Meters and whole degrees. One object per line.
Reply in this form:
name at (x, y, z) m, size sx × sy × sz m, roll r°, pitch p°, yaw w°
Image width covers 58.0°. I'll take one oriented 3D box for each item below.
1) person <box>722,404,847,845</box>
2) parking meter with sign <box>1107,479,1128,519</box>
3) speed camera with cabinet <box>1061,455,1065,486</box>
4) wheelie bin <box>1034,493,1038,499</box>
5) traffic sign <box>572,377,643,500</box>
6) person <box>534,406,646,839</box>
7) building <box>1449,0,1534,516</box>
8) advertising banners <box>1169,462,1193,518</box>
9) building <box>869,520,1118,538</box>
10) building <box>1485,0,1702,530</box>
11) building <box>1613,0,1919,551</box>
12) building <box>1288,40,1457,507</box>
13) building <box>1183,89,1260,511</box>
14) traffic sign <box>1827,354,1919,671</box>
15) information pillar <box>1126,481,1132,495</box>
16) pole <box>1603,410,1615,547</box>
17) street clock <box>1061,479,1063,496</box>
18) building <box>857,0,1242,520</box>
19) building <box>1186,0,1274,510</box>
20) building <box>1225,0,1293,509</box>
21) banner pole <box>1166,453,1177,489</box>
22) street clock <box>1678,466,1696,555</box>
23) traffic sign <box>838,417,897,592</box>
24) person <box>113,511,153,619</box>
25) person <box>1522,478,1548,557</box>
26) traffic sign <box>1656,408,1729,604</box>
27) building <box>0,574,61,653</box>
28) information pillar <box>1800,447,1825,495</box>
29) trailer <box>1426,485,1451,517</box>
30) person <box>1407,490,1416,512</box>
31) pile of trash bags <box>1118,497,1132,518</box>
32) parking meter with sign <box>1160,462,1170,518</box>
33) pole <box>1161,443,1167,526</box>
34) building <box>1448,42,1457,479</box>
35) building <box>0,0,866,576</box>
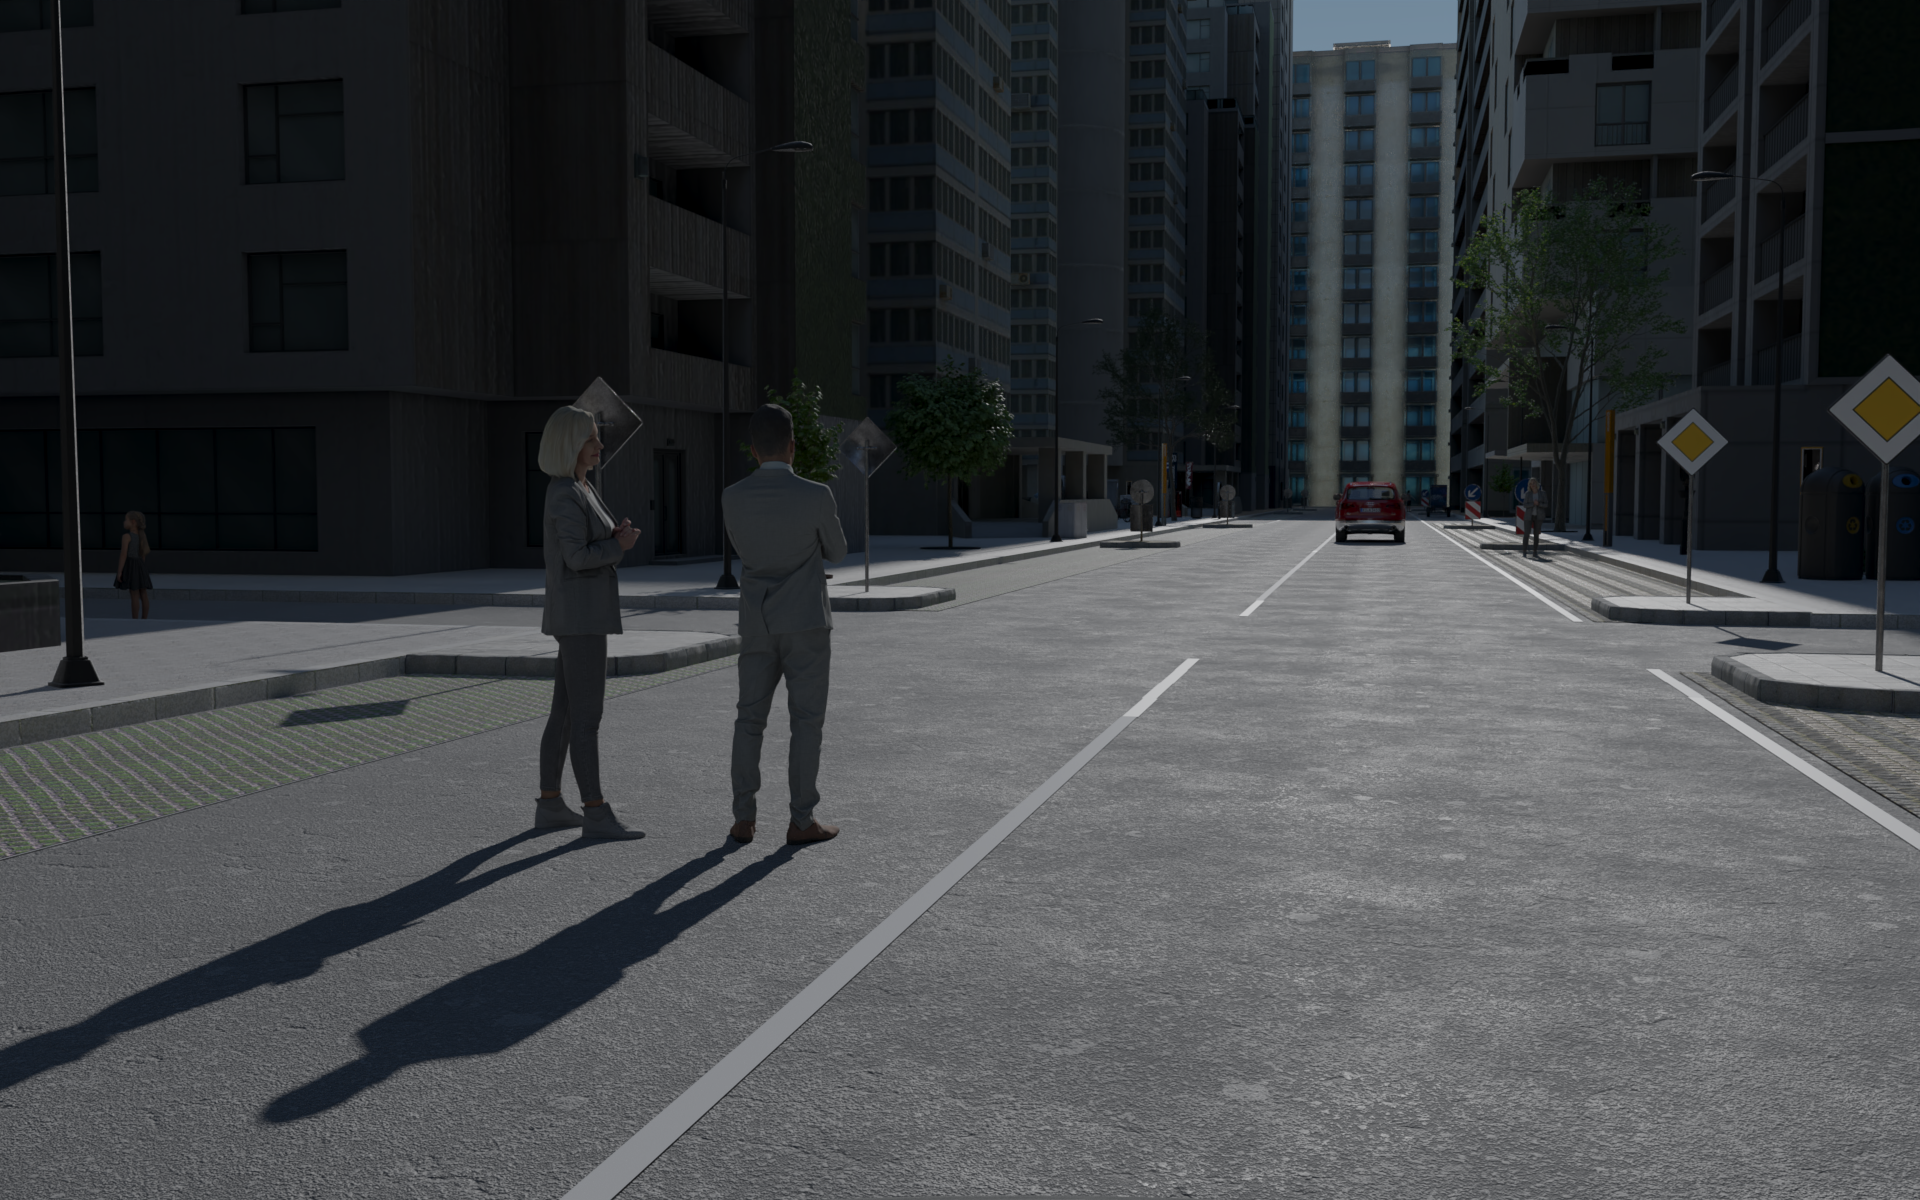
person at (-0.726, 0.089, 7.229) m, size 0.511 × 1.800 × 0.466 m, roll 0°, pitch 4°, yaw 3°
parking meter with sign at (7.893, -5.751, 90.288) m, size 1.738 × 3.016 × 0.543 m, roll 1°, pitch 4°, yaw 19°
speed camera with cabinet at (5.837, -5.697, 87.489) m, size 2.038 × 3.252 × 0.660 m, roll 1°, pitch 4°, yaw 18°
wheelie bin at (3.725, -4.149, 75.749) m, size 0.980 × 1.594 × 0.693 m, roll 0°, pitch 4°, yaw 5°
traffic sign at (-3.098, -0.687, 14.874) m, size 0.795 × 2.450 × 0.064 m, roll 1°, pitch 4°, yaw 14°
person at (-1.564, 0.079, 7.394) m, size 0.526 × 1.800 × 0.537 m, roll 0°, pitch 4°, yaw 3°
building at (47.174, -30.662, 125.018) m, size 21.300 × 48.544 × 21.600 m, roll 1°, pitch 4°, yaw 14°
advertising banners at (11.924, -6.019, 94.595) m, size 0.090 × 3.025 × 2.074 m, roll -3°, pitch 5°, yaw -43°
building at (-11.424, -22.532, 60.274) m, size 32.217 × 40.220 × 23.993 m, roll 1°, pitch 4°, yaw 14°
building at (36.800, -29.510, 71.734) m, size 28.713 × 52.752 × 27.495 m, roll 1°, pitch 4°, yaw 14°
building at (27.755, -36.759, 39.265) m, size 20.563 × 71.187 × 20.611 m, roll 1°, pitch 4°, yaw 14°
building at (42.823, -34.661, 186.311) m, size 30.456 × 49.044 × 23.786 m, roll 1°, pitch 4°, yaw 14°
building at (14.420, -21.787, 127.915) m, size 14.160 × 30.474 × 14.107 m, roll 1°, pitch 4°, yaw 14°
traffic sign at (6.660, -0.541, 12.496) m, size 0.795 × 2.450 × 0.064 m, roll 1°, pitch 4°, yaw 14°
information pillar at (9.516, -5.693, 97.570) m, size 0.304 × 2.012 × 0.304 m, roll 0°, pitch 4°, yaw 4°
pole at (15.776, -2.951, 42.093) m, size 0.158 × 3.312 × 0.155 m, roll 0°, pitch 3°, yaw 0°
street clock at (4.646, -4.695, 81.331) m, size 0.358 × 2.002 × 0.471 m, roll 2°, pitch 4°, yaw 24°
building at (1.501, -25.645, 111.175) m, size 32.217 × 40.220 × 23.993 m, roll 1°, pitch 4°, yaw 14°
building at (17.847, -27.990, 141.235) m, size 14.154 × 41.232 × 14.086 m, roll 1°, pitch 4°, yaw 14°
building at (19.964, -44.201, 160.943) m, size 20.611 × 71.187 × 20.563 m, roll 1°, pitch 4°, yaw 14°
banner pole at (11.112, -6.226, 91.812) m, size 0.863 × 3.779 × 0.401 m, roll 1°, pitch 4°, yaw 16°
street clock at (15.308, -1.953, 36.495) m, size 0.358 × 2.002 × 0.471 m, roll 1°, pitch 4°, yaw 12°
traffic sign at (-1.216, -1.162, 22.635) m, size 0.795 × 2.450 × 0.064 m, roll 1°, pitch 4°, yaw 14°
person at (-8.781, -0.317, 18.359) m, size 0.373 × 1.253 × 0.362 m, roll 1°, pitch 4°, yaw 17°
person at (12.961, -1.856, 39.022) m, size 0.537 × 1.800 × 0.526 m, roll 1°, pitch 4°, yaw 21°
traffic sign at (8.542, -1.016, 20.257) m, size 0.795 × 2.450 × 0.064 m, roll 1°, pitch 4°, yaw 14°
building at (-21.296, -28.459, 7.304) m, size 28.212 × 58.520 × 21.231 m, roll 1°, pitch 4°, yaw 14°
information pillar at (13.325, -1.384, 27.118) m, size 0.304 × 2.012 × 0.304 m, roll 2°, pitch 4°, yaw 31°
trailer at (29.863, -6.180, 108.088) m, size 1.471 × 1.999 × 3.904 m, roll 1°, pitch 4°, yaw 15°
person at (35.693, -7.843, 137.517) m, size 0.721 × 1.735 × 1.217 m, roll -2°, pitch 4°, yaw -31°
pile of trash bags at (8.300, -5.131, 93.645) m, size 1.912 × 1.369 × 3.447 m, roll 1°, pitch 4°, yaw 22°
parking meter with sign at (11.002, -5.934, 93.276) m, size 0.543 × 3.016 × 1.738 m, roll 1°, pitch 4°, yaw 19°
pole at (8.229, -4.647, 69.827) m, size 0.158 × 3.312 × 0.155 m, roll 0°, pitch 3°, yaw 0°
building at (54.113, -30.270, 149.540) m, size 22.147 × 44.769 × 28.867 m, roll 1°, pitch 4°, yaw 14°
building at (-10.507, -15.955, 32.571) m, size 14.160 × 30.474 × 14.107 m, roll 1°, pitch 4°, yaw 14°
